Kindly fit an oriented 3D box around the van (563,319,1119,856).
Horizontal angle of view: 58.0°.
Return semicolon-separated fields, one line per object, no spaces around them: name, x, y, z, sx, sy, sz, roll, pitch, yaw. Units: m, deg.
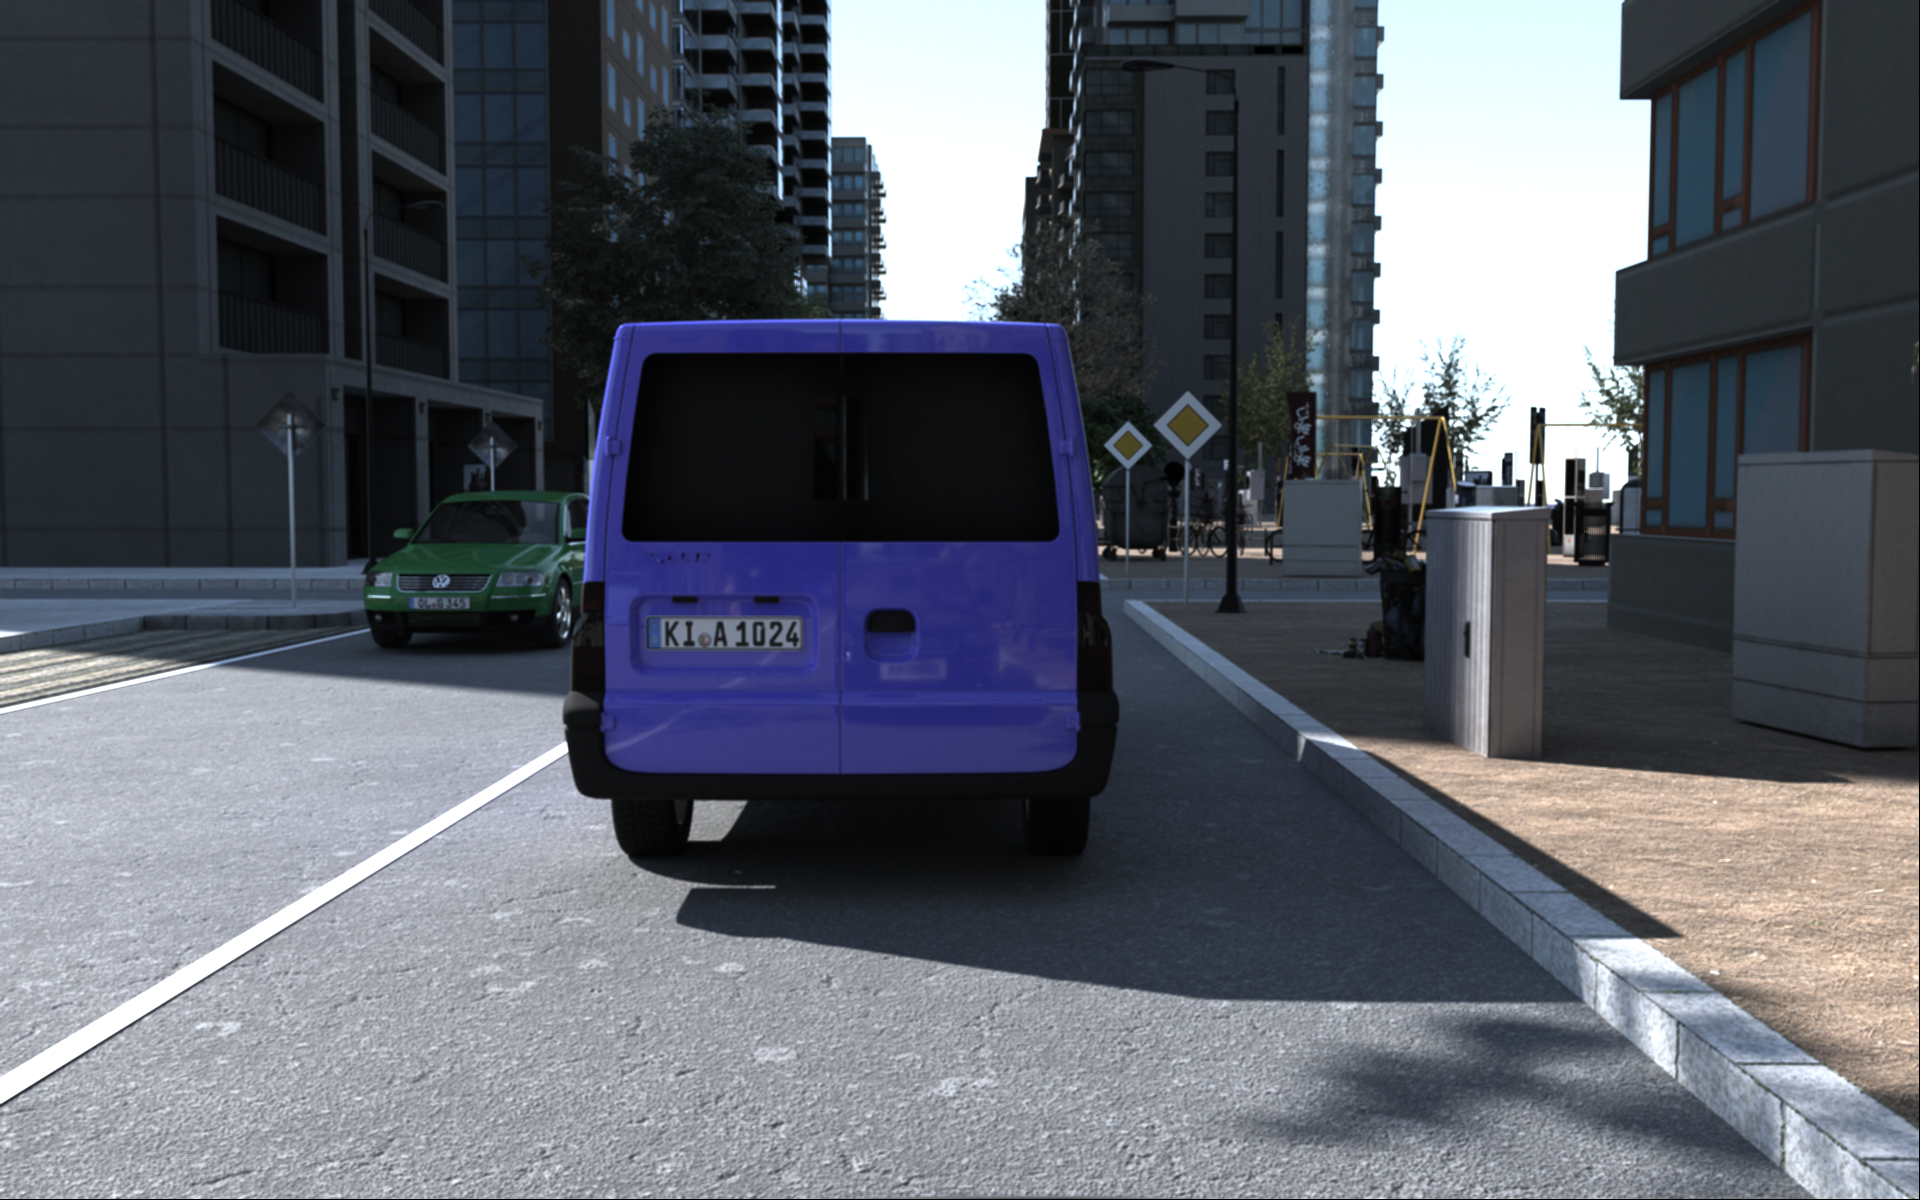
van;-0.436;-0.253;8.514;2.240;2.365;5.245;0;4;-1

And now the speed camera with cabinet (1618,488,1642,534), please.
speed camera with cabinet;18.562;-3.141;45.687;2.038;3.252;0.660;-1;4;-15

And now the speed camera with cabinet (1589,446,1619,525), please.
speed camera with cabinet;27.040;-4.720;71.511;0.660;3.252;2.038;-3;5;-40

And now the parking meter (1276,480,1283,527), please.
parking meter;12.694;-3.829;68.323;0.399;1.863;0.255;2;4;26

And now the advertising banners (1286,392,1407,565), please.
advertising banners;6.602;-2.047;29.653;2.074;3.025;0.090;0;4;2

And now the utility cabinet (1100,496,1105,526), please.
utility cabinet;6.173;-3.603;70.075;1.020;1.237;0.306;-1;4;-21

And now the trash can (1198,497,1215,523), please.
trash can;10.789;-3.931;75.922;0.748;1.137;0.748;0;3;0

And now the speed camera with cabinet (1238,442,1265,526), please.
speed camera with cabinet;11.222;-4.432;66.799;0.660;3.252;2.038;0;4;-3

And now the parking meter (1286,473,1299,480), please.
parking meter;9.145;-2.563;47.620;0.255;1.863;0.399;-1;4;-10

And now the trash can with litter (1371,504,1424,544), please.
trash can with litter;11.453;-2.080;45.059;1.678;1.210;2.233;-1;4;-13

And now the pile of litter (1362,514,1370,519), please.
pile of litter;20.943;-4.527;87.982;1.176;0.858;1.719;3;4;37

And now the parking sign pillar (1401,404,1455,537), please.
parking sign pillar;13.941;-3.881;51.923;1.447;3.967;1.447;1;4;10

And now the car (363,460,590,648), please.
car;-4.536;-0.534;17.524;1.959;1.807;4.718;0;4;1

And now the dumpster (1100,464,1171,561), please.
dumpster;3.423;-1.710;33.713;1.264;1.857;1.865;0;4;1

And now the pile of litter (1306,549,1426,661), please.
pile of litter;3.610;0.020;13.641;1.176;0.858;1.719;-2;4;-31

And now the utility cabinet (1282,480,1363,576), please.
utility cabinet;5.618;-1.111;26.848;1.173;1.500;0.318;1;4;21

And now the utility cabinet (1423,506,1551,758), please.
utility cabinet;2.672;0.139;8.887;0.306;1.237;1.020;0;4;-3

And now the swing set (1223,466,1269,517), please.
swing set;15.749;-6.107;97.461;2.862;2.851;3.119;1;4;19

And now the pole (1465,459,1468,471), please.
pole;29.394;-6.525;100.529;0.158;3.312;0.155;0;3;0

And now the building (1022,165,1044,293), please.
building;19.808;-38.337;250.504;21.300;48.544;21.600;0;4;1

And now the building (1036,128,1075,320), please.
building;20.200;-33.652;204.833;22.147;44.769;28.867;0;4;1

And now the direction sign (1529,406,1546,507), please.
direction sign;15.023;-3.248;45.105;0.379;3.537;0.876;3;5;42

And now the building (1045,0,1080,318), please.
building;19.533;-48.347;228.731;20.563;71.187;20.611;0;4;1

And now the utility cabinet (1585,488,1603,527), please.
utility cabinet;24.048;-3.537;66.516;1.173;1.500;0.318;1;4;22

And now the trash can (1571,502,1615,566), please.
trash can;11.325;-1.184;31.013;0.748;1.137;0.748;0;3;0

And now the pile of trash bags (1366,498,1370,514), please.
pile of trash bags;23.333;-5.026;91.932;3.447;1.369;1.912;0;4;4

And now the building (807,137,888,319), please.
building;-21.245;-37.530;233.219;23.786;49.044;30.456;0;4;1

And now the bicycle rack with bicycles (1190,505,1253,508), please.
bicycle rack with bicycles;8.814;-2.741;58.201;2.852;0.926;2.925;3;4;36

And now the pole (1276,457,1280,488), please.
pole;17.458;-6.192;95.074;0.158;3.312;0.155;0;3;0

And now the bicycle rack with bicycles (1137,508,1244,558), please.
bicycle rack with bicycles;5.159;-1.393;36.150;2.852;0.926;2.925;-1;4;-11

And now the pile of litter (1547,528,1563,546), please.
pile of litter;14.485;-1.797;43.352;1.176;0.858;1.719;-3;4;-38

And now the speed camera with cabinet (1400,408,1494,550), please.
speed camera with cabinet;11.194;-2.783;39.844;2.038;3.252;0.660;0;4;6

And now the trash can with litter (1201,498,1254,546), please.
trash can with litter;6.542;-1.981;43.451;1.678;1.210;2.233;2;4;29

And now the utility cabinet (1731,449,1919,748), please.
utility cabinet;4.573;-0.029;9.161;0.318;1.500;1.173;0;4;-7

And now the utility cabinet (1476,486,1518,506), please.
utility cabinet;13.928;-2.227;45.092;1.173;1.500;0.318;-1;4;-13

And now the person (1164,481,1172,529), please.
person;7.554;-3.515;63.615;0.635;1.810;0.391;0;4;-1

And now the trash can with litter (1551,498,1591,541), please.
trash can with litter;16.299;-2.127;46.156;1.055;1.170;0.624;2;4;28

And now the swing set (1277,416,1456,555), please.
swing set;8.217;-2.277;34.849;3.119;2.851;2.862;0;4;-7

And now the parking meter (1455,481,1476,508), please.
parking meter;9.471;-1.471;32.468;0.372;1.533;0.369;0;3;0

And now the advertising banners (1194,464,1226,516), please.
advertising banners;14.640;-6.454;101.705;2.074;3.025;0.090;-1;4;-16

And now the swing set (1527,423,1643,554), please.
swing set;14.144;-2.497;38.440;3.119;2.851;2.862;0;4;7

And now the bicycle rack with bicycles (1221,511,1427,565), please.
bicycle rack with bicycles;6.827;-1.115;31.619;2.925;0.926;2.852;3;5;41
